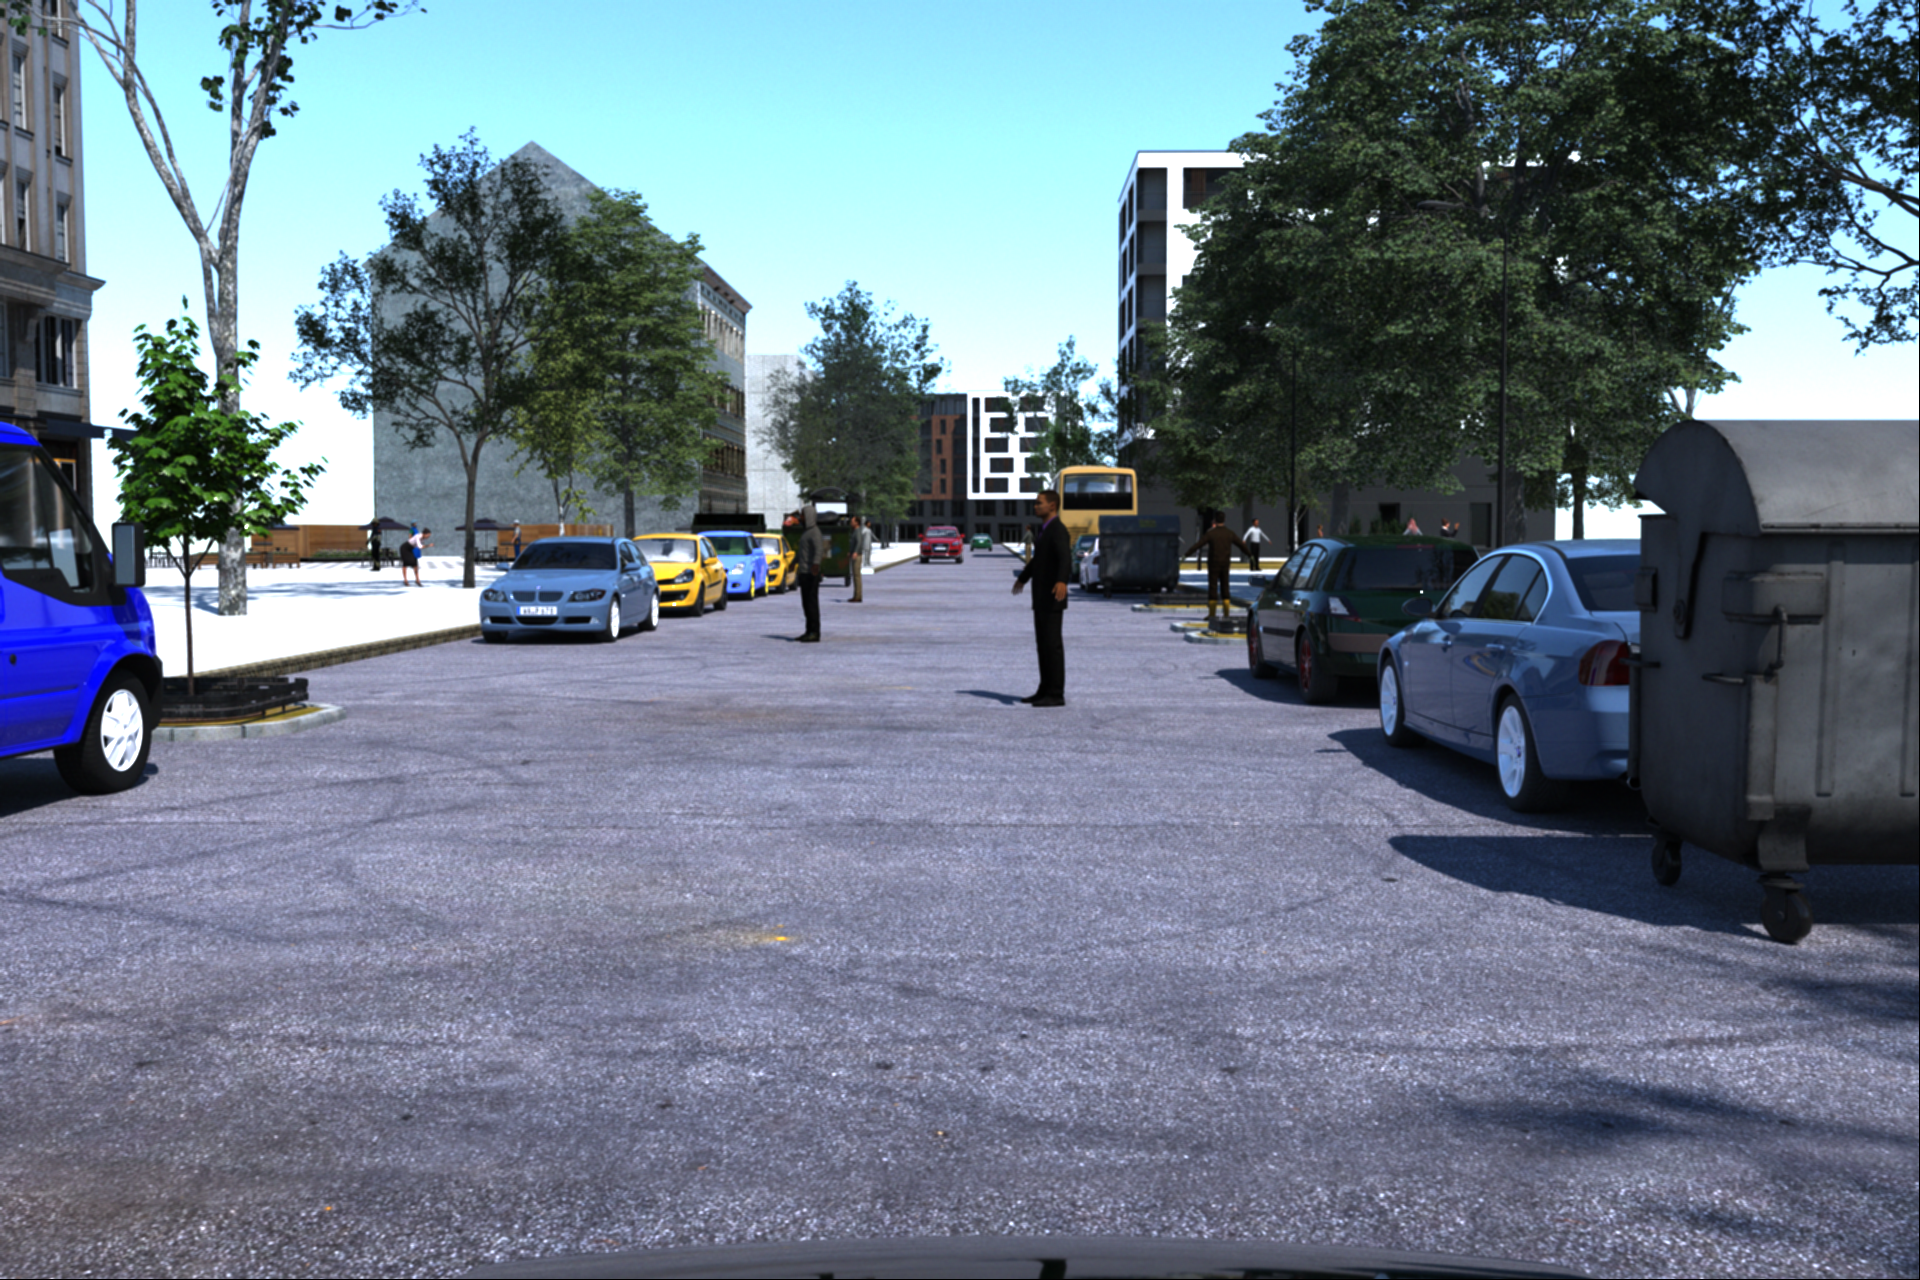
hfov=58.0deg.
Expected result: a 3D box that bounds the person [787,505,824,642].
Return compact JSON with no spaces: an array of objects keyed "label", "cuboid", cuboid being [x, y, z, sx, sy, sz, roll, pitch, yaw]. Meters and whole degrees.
[{"label":"person","cuboid":[-2.026,-0.885,23.048,0.705,1.813,1.348,-1,4,-20]}]

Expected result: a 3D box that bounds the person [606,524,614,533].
[{"label":"person","cuboid":[-19.278,-5.448,94.859,0.705,1.856,1.354,1,4,11]}]

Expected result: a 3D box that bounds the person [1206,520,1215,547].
[{"label":"person","cuboid":[8.940,-3.273,60.081,0.750,1.759,0.617,-1,4,-8]}]

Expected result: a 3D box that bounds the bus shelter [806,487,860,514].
[{"label":"bus shelter","cuboid":[-5.586,-5.074,76.885,2.014,3.302,5.546,0,3,0]}]

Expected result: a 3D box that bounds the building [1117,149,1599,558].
[{"label":"building","cuboid":[23.669,-16.193,108.732,27.936,21.610,32.646,0,4,1]}]

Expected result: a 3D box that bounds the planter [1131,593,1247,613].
[{"label":"planter","cuboid":[4.227,-0.688,32.390,1.991,0.319,1.994,0,4,1]}]

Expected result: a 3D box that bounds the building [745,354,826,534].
[{"label":"building","cuboid":[-24.051,-19.548,186.061,16.747,18.905,31.486,0,4,1]}]

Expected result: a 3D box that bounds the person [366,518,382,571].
[{"label":"person","cuboid":[-20.248,-3.306,59.914,0.704,1.845,1.351,-2,4,-34]}]

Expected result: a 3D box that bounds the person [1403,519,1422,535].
[{"label":"person","cuboid":[15.583,-3.284,59.840,1.347,1.811,0.704,-2,4,-28]}]

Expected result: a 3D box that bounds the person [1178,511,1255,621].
[{"label":"person","cuboid":[4.254,-1.219,28.523,1.346,1.812,0.704,-1,4,-12]}]

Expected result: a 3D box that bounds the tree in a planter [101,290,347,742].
[{"label":"tree in a planter","cuboid":[-5.754,-0.956,12.855,1.991,3.239,1.994,0,4,1]}]

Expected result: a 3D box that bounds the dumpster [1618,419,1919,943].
[{"label":"dumpster","cuboid":[3.593,0.103,6.532,1.865,1.857,1.264,0,4,0]}]

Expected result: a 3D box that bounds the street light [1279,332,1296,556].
[{"label":"street light","cuboid":[8.014,-4.054,38.823,1.470,5.913,1.316,0,4,1]}]

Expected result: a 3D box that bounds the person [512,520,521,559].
[{"label":"person","cuboid":[-17.649,-3.856,68.895,0.705,1.847,1.347,0,4,-8]}]

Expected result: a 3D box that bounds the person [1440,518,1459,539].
[{"label":"person","cuboid":[13.739,-2.549,48.517,0.445,1.727,0.742,-3,4,-37]}]

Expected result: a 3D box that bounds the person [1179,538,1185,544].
[{"label":"person","cuboid":[11.400,-5.043,91.717,0.991,1.433,0.599,1,4,9]}]

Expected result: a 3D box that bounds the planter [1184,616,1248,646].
[{"label":"planter","cuboid":[4.038,-0.124,23.166,1.991,0.319,1.994,0,4,1]}]

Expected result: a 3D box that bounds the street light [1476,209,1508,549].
[{"label":"street light","cuboid":[8.148,-3.164,24.273,1.470,5.913,1.316,0,4,1]}]

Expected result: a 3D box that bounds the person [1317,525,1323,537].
[{"label":"person","cuboid":[17.339,-4.663,83.047,0.721,1.733,1.217,0,4,1]}]

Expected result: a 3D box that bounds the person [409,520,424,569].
[{"label":"person","cuboid":[-20.160,-3.547,64.126,0.704,1.817,1.347,0,4,1]}]

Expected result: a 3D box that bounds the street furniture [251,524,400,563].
[{"label":"street furniture","cuboid":[-29.623,-4.582,81.768,9.812,1.723,11.010,1,4,14]}]

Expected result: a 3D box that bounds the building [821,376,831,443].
[{"label":"building","cuboid":[-21.470,-21.505,208.018,16.016,20.090,11.380,0,4,1]}]

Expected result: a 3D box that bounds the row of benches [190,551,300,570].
[{"label":"row of benches","cuboid":[-26.273,-2.939,63.514,1.422,0.672,4.104,3,4,39]}]

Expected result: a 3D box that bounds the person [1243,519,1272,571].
[{"label":"person","cuboid":[10.247,-3.296,60.043,1.344,1.810,0.704,-2,4,-34]}]

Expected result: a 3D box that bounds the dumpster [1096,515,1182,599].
[{"label":"dumpster","cuboid":[4.011,-1.879,38.934,1.865,1.857,1.264,0,4,1]}]

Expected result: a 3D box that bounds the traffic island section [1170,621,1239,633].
[{"label":"traffic island section","cuboid":[4.156,-0.173,25.700,1.991,0.108,1.994,0,4,1]}]

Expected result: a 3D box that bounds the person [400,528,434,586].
[{"label":"person","cuboid":[-13.305,-2.032,42.447,0.799,1.438,0.628,-1,4,-21]}]

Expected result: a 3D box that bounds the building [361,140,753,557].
[{"label":"building","cuboid":[-23.657,-16.840,106.257,19.493,23.208,18.063,0,4,1]}]

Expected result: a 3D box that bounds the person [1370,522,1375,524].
[{"label":"person","cuboid":[17.308,-4.061,72.340,0.705,1.837,1.347,0,4,5]}]

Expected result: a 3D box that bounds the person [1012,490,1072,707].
[{"label":"person","cuboid":[0.718,-0.357,14.511,0.704,1.802,1.346,-1,4,-14]}]

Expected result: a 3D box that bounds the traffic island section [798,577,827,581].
[{"label":"traffic island section","cuboid":[-5.134,-1.867,53.389,1.991,0.108,1.994,0,4,1]}]

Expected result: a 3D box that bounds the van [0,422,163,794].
[{"label":"van","cuboid":[-5.594,-0.213,7.862,2.240,2.365,5.245,0,4,0]}]

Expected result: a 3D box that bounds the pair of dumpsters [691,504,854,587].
[{"label":"pair of dumpsters","cuboid":[-5.081,-2.587,47.242,4.436,2.255,1.574,0,4,1]}]

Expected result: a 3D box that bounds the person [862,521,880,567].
[{"label":"person","cuboid":[-3.629,-3.807,68.433,0.705,1.806,1.347,2,4,30]}]

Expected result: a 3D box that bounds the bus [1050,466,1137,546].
[{"label":"bus","cuboid":[4.540,-4.270,61.356,2.896,3.916,12.252,0,4,1]}]

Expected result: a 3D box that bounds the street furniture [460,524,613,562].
[{"label":"street furniture","cuboid":[-17.919,-4.610,82.227,9.812,1.723,11.010,1,4,8]}]

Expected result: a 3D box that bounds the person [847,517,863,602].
[{"label":"person","cuboid":[-2.209,-1.698,36.490,0.705,1.796,1.348,-1,4,-9]}]

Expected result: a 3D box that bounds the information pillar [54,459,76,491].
[{"label":"information pillar","cuboid":[-8.923,-0.770,17.085,0.304,2.012,0.304,0,4,2]}]

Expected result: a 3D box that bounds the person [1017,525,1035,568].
[{"label":"person","cuboid":[2.840,-3.912,72.690,0.705,1.796,1.348,2,4,32]}]
